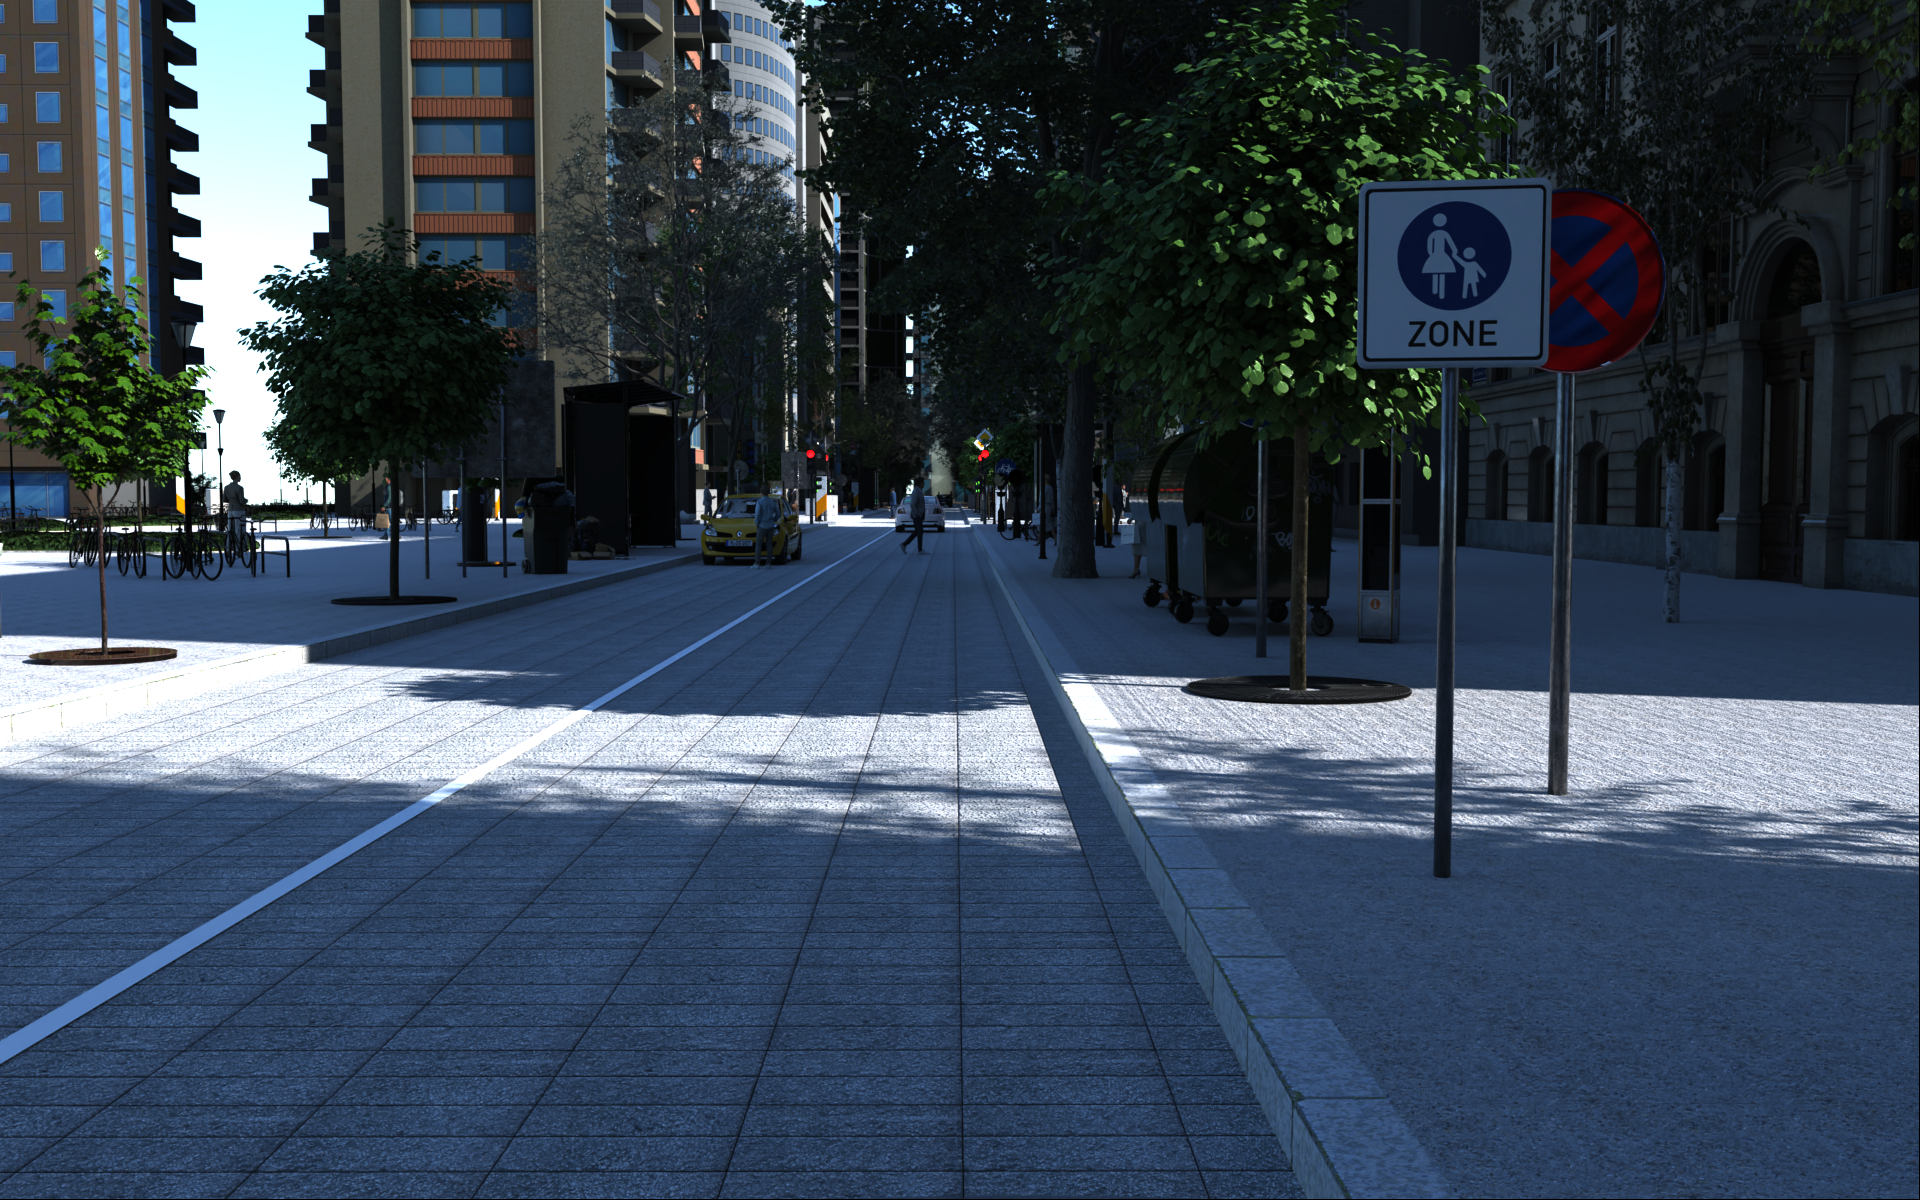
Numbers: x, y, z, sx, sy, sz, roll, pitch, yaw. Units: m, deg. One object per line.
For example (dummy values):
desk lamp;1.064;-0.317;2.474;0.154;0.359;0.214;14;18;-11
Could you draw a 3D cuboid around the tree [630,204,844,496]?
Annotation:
tree;-7.762;-8.187;59.606;9.928;11.665;9.643;0;3;0

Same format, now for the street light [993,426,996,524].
street light;1.461;-6.157;73.453;0.468;5.910;1.993;0;4;0

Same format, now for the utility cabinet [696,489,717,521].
utility cabinet;-12.025;-4.446;81.376;1.173;1.500;0.318;-1;4;-15

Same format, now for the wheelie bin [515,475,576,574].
wheelie bin;-6.642;-1.224;27.918;0.980;1.594;0.693;-2;4;-34

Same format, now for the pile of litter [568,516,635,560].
pile of litter;-7.255;-1.219;33.888;1.719;0.858;1.176;0;4;4

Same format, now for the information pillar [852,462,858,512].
information pillar;-7.459;-8.035;122.733;0.504;3.616;0.183;0;4;2

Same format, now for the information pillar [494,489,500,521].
information pillar;-22.341;-5.639;83.549;0.183;3.616;0.504;0;4;1

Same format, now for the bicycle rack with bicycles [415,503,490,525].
bicycle rack with bicycles;-21.296;-3.673;73.438;2.925;0.926;2.852;0;4;8

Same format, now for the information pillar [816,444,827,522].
information pillar;-6.484;-5.474;80.851;0.504;3.616;0.183;0;4;7

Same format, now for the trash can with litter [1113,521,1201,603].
trash can with litter;3.055;-0.632;21.390;1.678;1.210;2.233;3;4;36

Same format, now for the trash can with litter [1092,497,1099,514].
trash can with litter;5.350;-3.782;73.219;1.055;1.170;0.624;-3;5;-39

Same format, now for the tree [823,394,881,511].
tree;-7.795;-10.832;127.468;4.360;8.622;3.978;0;3;0

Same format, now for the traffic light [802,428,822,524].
traffic light;-6.317;-5.190;73.775;0.839;4.253;0.868;0;4;0

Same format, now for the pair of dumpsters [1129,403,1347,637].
pair of dumpsters;2.724;-0.922;17.573;1.574;2.255;4.437;0;4;0

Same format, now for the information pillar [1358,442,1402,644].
information pillar;3.630;-0.640;14.956;0.304;2.012;0.304;2;4;27

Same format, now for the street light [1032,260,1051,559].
street light;1.638;-3.749;34.082;0.468;5.910;1.993;0;4;0

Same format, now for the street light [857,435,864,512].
street light;-6.963;-9.128;122.038;0.468;5.910;1.993;0;4;0

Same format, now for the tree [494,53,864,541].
tree;-7.807;-8.407;47.831;12.009;13.543;11.850;0;3;0

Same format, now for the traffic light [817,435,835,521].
traffic light;-6.344;-5.678;81.760;0.839;4.253;0.868;0;4;0

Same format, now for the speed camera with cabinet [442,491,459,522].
speed camera with cabinet;-23.422;-5.339;81.632;0.660;3.252;2.038;2;4;33

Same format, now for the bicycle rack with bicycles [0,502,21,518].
bicycle rack with bicycles;-46.211;-4.207;82.168;2.852;0.926;2.925;1;4;21

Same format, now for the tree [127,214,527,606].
tree;-6.781;-2.245;20.422;4.285;4.588;4.351;0;3;0

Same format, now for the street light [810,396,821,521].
street light;-6.836;-6.689;82.146;0.468;5.910;1.993;0;4;0

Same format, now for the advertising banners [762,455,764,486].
advertising banners;-8.033;-4.568;70.869;0.090;3.025;2.074;0;4;-7

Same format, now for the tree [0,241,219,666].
tree;-6.506;-1.146;13.343;1.663;3.219;1.824;0;3;0

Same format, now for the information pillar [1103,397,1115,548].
information pillar;3.528;-3.050;41.225;0.183;3.616;0.504;2;4;25

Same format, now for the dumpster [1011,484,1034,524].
dumpster;2.709;-3.898;69.493;1.264;1.857;1.865;0;3;0

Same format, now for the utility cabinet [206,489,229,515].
utility cabinet;-31.721;-4.010;74.249;0.318;1.500;1.173;2;4;26

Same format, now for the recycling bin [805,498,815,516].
recycling bin;-8.619;-5.415;101.083;0.722;1.027;0.722;0;4;4

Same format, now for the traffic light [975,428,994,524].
traffic light;1.044;-5.192;73.816;0.839;4.253;0.868;0;4;0

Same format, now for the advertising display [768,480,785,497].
advertising display;-8.705;-4.700;82.052;0.974;1.923;0.123;3;4;37

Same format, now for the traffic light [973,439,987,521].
traffic light;1.017;-5.681;81.801;0.839;4.253;0.868;0;4;0

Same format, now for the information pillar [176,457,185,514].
information pillar;-36.696;-5.525;81.680;0.504;3.616;0.183;-2;4;-25

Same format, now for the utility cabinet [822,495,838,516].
utility cabinet;-7.605;-5.509;101.227;1.020;1.237;0.306;-3;5;-45

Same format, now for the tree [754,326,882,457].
tree;-8.035;-9.815;94.892;8.767;10.594;7.601;3;5;40

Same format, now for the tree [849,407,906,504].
tree;-7.382;-11.900;144.930;4.737;8.622;4.395;0;3;0

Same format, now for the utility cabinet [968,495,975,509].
utility cabinet;1.202;-8.401;148.521;1.020;1.237;0.306;0;4;3

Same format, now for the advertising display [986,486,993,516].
advertising display;1.689;-5.771;99.573;0.123;1.923;0.974;-2;4;-23

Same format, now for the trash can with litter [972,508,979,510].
trash can with litter;1.803;-8.014;142.091;1.678;1.210;2.233;0;4;5

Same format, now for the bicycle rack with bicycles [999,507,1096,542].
bicycle rack with bicycles;2.549;-2.106;47.809;2.925;0.926;2.852;0;4;2

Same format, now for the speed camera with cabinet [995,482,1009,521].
speed camera with cabinet;1.961;-5.358;81.936;0.660;3.252;2.038;0;4;5

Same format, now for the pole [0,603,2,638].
pole;-8.624;-1.310;15.258;0.158;3.312;0.155;0;3;0

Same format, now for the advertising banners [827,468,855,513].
advertising banners;-8.235;-7.483;118.539;2.074;3.025;0.090;-1;4;-11

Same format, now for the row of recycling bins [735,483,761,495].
row of recycling bins;-8.338;-3.707;67.725;1.069;1.692;3.534;-1;4;-13
